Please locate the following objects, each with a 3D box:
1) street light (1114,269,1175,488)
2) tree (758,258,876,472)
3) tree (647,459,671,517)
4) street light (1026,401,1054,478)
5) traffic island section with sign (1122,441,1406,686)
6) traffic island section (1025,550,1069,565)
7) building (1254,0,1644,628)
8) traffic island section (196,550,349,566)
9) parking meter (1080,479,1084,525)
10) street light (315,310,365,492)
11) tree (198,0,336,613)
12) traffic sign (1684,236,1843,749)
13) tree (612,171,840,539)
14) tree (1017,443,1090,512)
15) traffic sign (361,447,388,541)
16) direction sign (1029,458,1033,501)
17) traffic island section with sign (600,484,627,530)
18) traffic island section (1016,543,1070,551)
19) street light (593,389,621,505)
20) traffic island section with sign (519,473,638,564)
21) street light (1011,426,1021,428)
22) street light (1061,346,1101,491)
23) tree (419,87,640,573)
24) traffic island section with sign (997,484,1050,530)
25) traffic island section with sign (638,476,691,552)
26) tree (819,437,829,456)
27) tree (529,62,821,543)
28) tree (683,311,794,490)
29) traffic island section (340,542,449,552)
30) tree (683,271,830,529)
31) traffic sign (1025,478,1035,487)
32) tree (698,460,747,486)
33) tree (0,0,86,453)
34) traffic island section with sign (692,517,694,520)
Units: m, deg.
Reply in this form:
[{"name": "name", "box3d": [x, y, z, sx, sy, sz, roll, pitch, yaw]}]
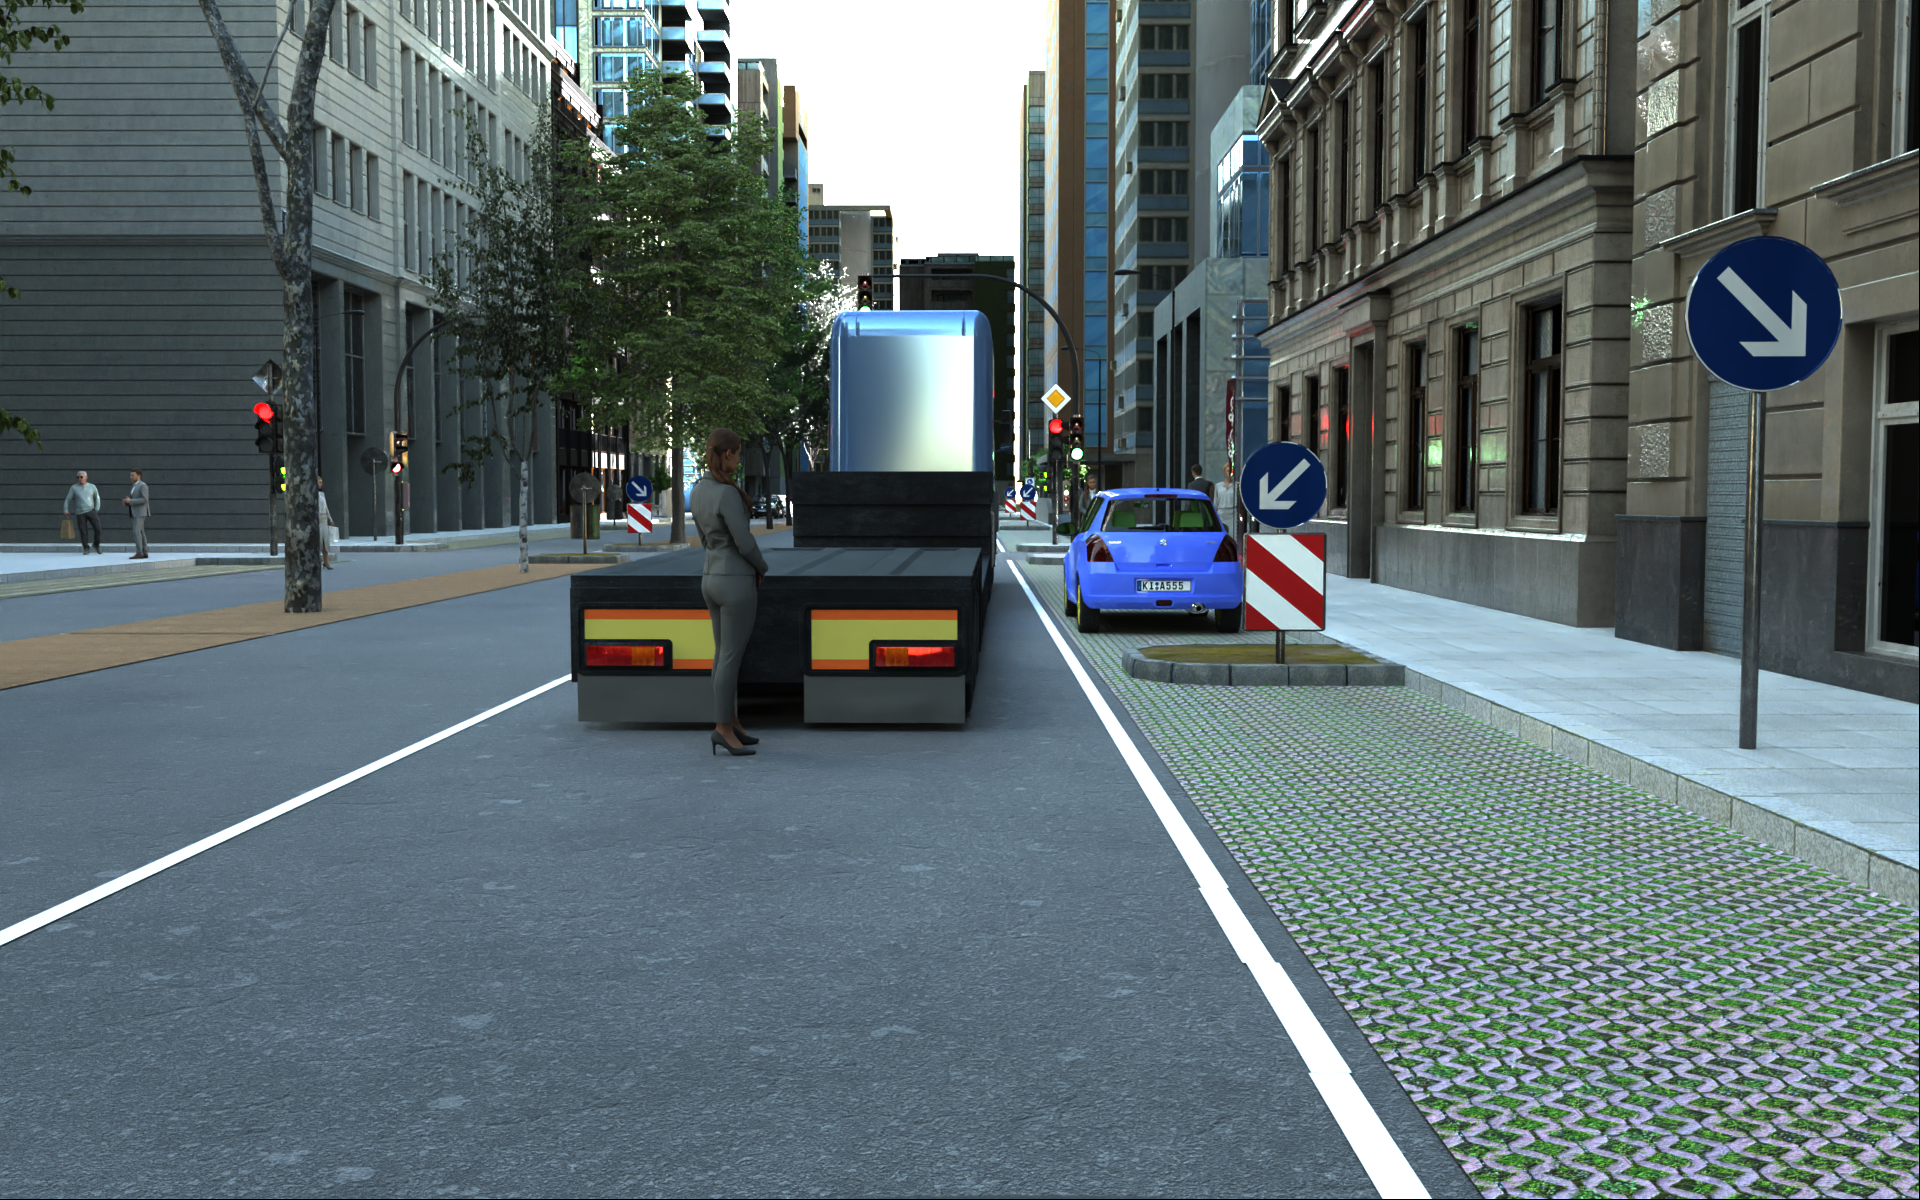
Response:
[{"name": "street light", "box3d": [3.872, -3.877, 35.926, 1.470, 5.913, 1.316, 0, 4, 0]}, {"name": "tree", "box3d": [-7.638, -10.793, 89.289, 12.009, 13.543, 11.850, 0, 3, 0]}, {"name": "tree", "box3d": [-16.716, -6.225, 96.372, 1.663, 3.219, 1.824, 0, 3, 0]}, {"name": "street light", "box3d": [4.107, -6.960, 86.337, 1.470, 5.913, 1.316, 0, 4, 0]}, {"name": "traffic island section with sign", "box3d": [2.327, -0.316, 13.794, 1.989, 1.847, 2.006, 0, 4, 0]}, {"name": "traffic island section", "box3d": [2.414, -0.843, 36.059, 2.009, 0.180, 2.903, 0, 4, 0]}, {"name": "building", "box3d": [10.667, -9.813, 25.077, 10.561, 19.102, 19.286, 0, 4, 0]}, {"name": "traffic island section", "box3d": [-14.327, -0.847, 36.132, 2.009, 0.180, 2.903, 0, 4, 0]}, {"name": "parking meter", "box3d": [4.198, -3.403, 61.343, 0.255, 1.863, 0.399, 3, 5, 42]}, {"name": "street light", "box3d": [-15.719, -4.363, 43.879, 1.470, 5.913, 1.316, 0, 4, 0]}, {"name": "tree", "box3d": [-9.149, -9.960, 21.187, 12.611, 20.169, 13.585, 0, 3, 0]}, {"name": "traffic sign", "box3d": [3.975, -0.523, 8.661, 0.768, 2.556, 0.104, 0, 4, 2]}, {"name": "tree", "box3d": [-7.627, -7.752, 54.965, 9.928, 11.665, 9.643, 0, 3, 0]}, {"name": "tree", "box3d": [5.862, -6.944, 97.240, 4.285, 4.588, 4.351, 0, 3, 0]}, {"name": "traffic sign", "box3d": [-15.972, -2.883, 47.239, 0.768, 2.556, 0.104, 0, 4, 4]}, {"name": "direction sign", "box3d": [4.509, -7.223, 110.087, 0.379, 3.537, 0.876, -1, 4, -13]}, {"name": "traffic island section with sign", "box3d": [-13.860, -3.706, 69.220, 1.989, 1.847, 2.006, 0, 4, 0]}, {"name": "traffic island section", "box3d": [2.447, -1.331, 44.044, 2.009, 0.180, 2.903, 0, 4, 0]}, {"name": "street light", "box3d": [-15.615, -6.362, 76.566, 1.470, 5.913, 1.316, 0, 4, 0]}, {"name": "traffic island section with sign", "box3d": [-8.010, -1.725, 36.340, 2.006, 1.907, 1.989, 0, 4, 0]}, {"name": "street light", "box3d": [4.187, -8.929, 118.528, 1.470, 5.913, 1.316, 0, 4, 0]}, {"name": "street light", "box3d": [3.862, -5.021, 54.628, 1.470, 5.913, 1.316, 0, 4, 0]}, {"name": "tree", "box3d": [-7.933, -4.808, 31.437, 4.360, 8.622, 3.978, 0, 3, 0]}, {"name": "traffic island section with sign", "box3d": [2.564, -3.681, 68.817, 1.989, 1.847, 2.006, 0, 4, 0]}, {"name": "traffic island section with sign", "box3d": [-7.970, -2.178, 43.747, 2.006, 1.907, 1.989, 0, 4, 0]}, {"name": "tree", "box3d": [-7.555, -9.485, 107.904, 4.737, 8.622, 4.395, 0, 3, 0]}, {"name": "tree", "box3d": [-7.616, -7.680, 46.147, 7.486, 12.596, 7.792, 0, 3, 0]}, {"name": "tree", "box3d": [-7.992, -6.695, 62.289, 4.360, 8.622, 3.978, 0, 3, 0]}, {"name": "traffic island section", "box3d": [-14.295, -1.336, 44.117, 2.009, 0.180, 2.903, 0, 4, 0]}, {"name": "tree", "box3d": [-7.708, -8.170, 70.449, 8.767, 10.594, 7.601, 0, 4, 0]}, {"name": "traffic sign", "box3d": [4.386, -6.510, 108.575, 0.606, 2.300, 0.079, 0, 4, 6]}, {"name": "tree", "box3d": [-16.180, -8.205, 117.872, 4.285, 4.588, 4.351, 0, 3, 0]}, {"name": "tree", "box3d": [-8.105, -3.625, 12.084, 4.737, 8.622, 4.395, 0, 3, 0]}, {"name": "traffic island section with sign", "box3d": [-13.752, -5.355, 96.175, 1.989, 1.847, 2.006, 0, 4, 0]}]
